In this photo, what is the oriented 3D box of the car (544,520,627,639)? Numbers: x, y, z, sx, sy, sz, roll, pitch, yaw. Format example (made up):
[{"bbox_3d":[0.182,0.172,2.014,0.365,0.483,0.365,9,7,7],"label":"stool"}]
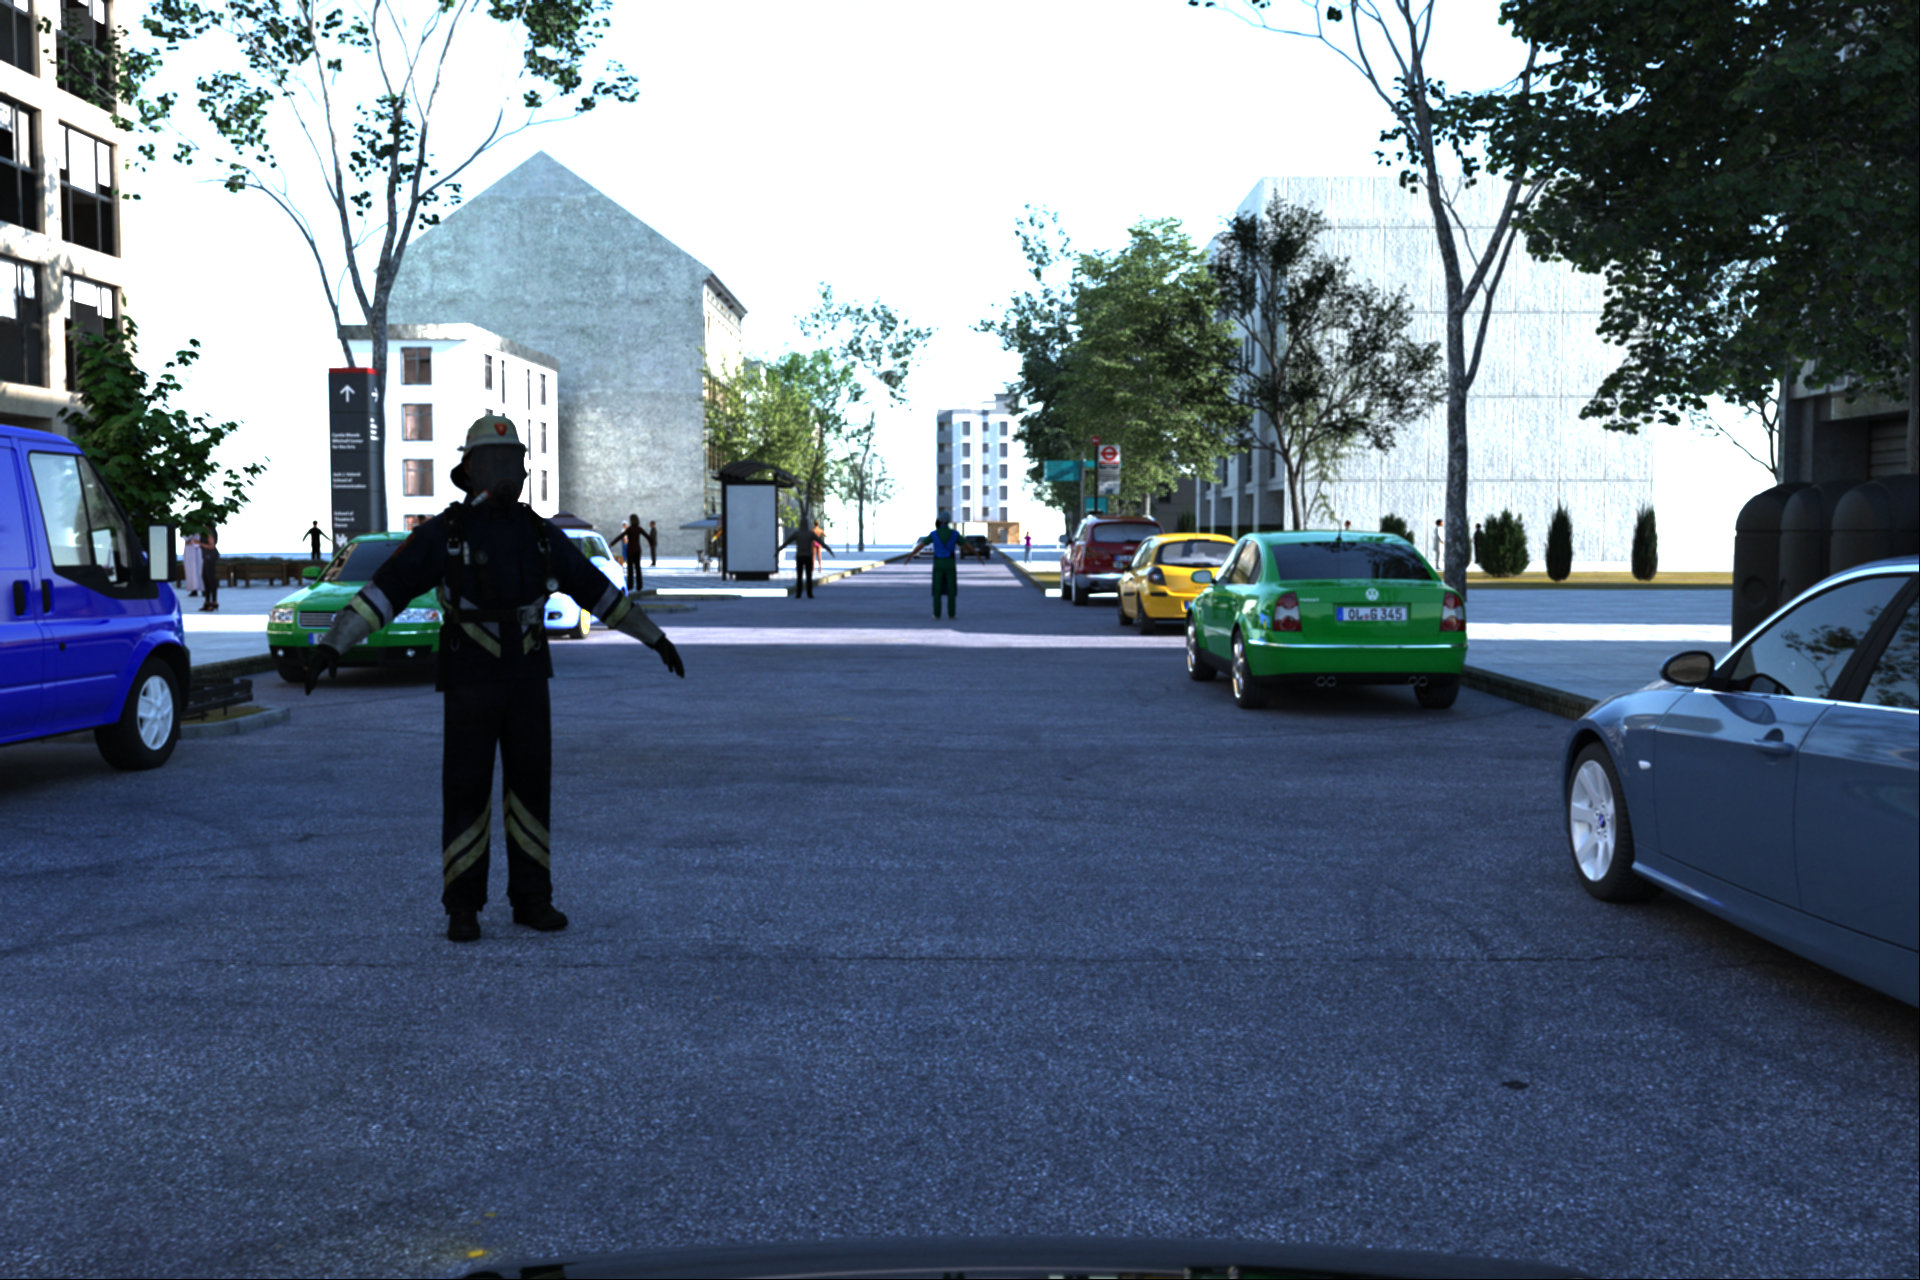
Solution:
[{"bbox_3d":[-5.912,-0.926,24.724,1.945,1.707,3.694,0,4,1],"label":"car"}]

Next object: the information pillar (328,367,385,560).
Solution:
[{"bbox_3d":[-9.474,-2.316,27.238,0.750,3.857,0.750,0,4,1],"label":"information pillar"}]

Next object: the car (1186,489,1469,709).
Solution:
[{"bbox_3d":[3.146,-0.415,15.580,1.959,1.807,4.718,0,4,-1],"label":"car"}]

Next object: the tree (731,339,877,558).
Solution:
[{"bbox_3d":[-8.260,-10.151,91.718,9.928,11.665,9.643,0,3,0],"label":"tree"}]

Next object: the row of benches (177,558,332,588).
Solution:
[{"bbox_3d":[-17.266,-1.676,42.867,1.422,0.672,4.104,3,4,37],"label":"row of benches"}]

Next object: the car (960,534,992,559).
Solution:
[{"bbox_3d":[0.856,-5.488,99.511,2.009,1.686,4.222,0,3,0],"label":"car"}]

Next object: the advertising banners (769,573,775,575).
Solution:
[{"bbox_3d":[-5.980,-3.609,55.195,0.090,3.025,2.074,0,4,2],"label":"advertising banners"}]

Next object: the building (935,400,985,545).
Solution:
[{"bbox_3d":[-3.006,-23.028,235.382,11.380,20.090,16.016,0,4,-2],"label":"building"}]

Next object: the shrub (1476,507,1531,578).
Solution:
[{"bbox_3d":[15.977,-2.867,50.917,1.661,2.075,1.752,0,3,0],"label":"shrub"}]

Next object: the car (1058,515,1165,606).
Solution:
[{"bbox_3d":[3.243,-1.683,36.183,2.281,1.827,5.304,0,4,-1],"label":"car"}]

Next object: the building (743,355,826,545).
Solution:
[{"bbox_3d":[-26.619,-23.294,211.781,19.493,23.208,18.063,0,4,1],"label":"building"}]

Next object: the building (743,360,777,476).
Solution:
[{"bbox_3d":[-26.316,-20.367,189.414,16.016,20.090,11.380,0,4,0],"label":"building"}]

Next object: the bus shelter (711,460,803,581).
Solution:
[{"bbox_3d":[-5.781,-3.433,50.058,2.014,3.302,5.546,0,3,0],"label":"bus shelter"}]

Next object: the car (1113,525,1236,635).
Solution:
[{"bbox_3d":[3.366,-0.969,26.072,2.015,1.641,3.980,0,4,-1],"label":"car"}]

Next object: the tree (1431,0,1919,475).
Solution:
[{"bbox_3d":[8.975,-6.666,15.650,9.857,13.997,8.962,0,3,0],"label":"tree"}]

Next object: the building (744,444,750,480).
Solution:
[{"bbox_3d":[-24.078,-13.619,164.820,9.099,9.664,28.070,0,3,0],"label":"building"}]

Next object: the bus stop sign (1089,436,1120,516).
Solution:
[{"bbox_3d":[3.942,-3.591,47.411,0.855,3.939,0.416,0,4,-1],"label":"bus stop sign"}]

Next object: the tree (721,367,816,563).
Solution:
[{"bbox_3d":[-8.076,-7.666,75.707,4.737,8.622,4.395,0,3,0],"label":"tree"}]

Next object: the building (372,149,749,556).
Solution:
[{"bbox_3d":[-23.959,-16.977,108.499,19.493,23.208,18.063,0,4,0],"label":"building"}]

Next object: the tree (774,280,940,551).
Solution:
[{"bbox_3d":[-7.952,-16.722,129.298,12.611,20.169,13.585,0,3,0],"label":"tree"}]

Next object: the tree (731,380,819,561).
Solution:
[{"bbox_3d":[-8.522,-8.043,81.867,4.737,8.622,4.395,0,3,0],"label":"tree"}]

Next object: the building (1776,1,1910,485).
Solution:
[{"bbox_3d":[25.965,-13.140,32.100,12.078,24.872,19.932,0,4,1],"label":"building"}]

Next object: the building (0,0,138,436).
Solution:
[{"bbox_3d":[-31.884,-13.823,29.202,19.351,26.588,34.151,0,4,1],"label":"building"}]

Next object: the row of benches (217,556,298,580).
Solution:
[{"bbox_3d":[-20.474,-2.068,49.269,4.104,0.672,1.422,2,4,30],"label":"row of benches"}]

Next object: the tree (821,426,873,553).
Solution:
[{"bbox_3d":[-7.634,-10.258,118.076,4.360,8.622,3.978,0,3,0],"label":"tree"}]

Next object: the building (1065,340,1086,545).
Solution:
[{"bbox_3d":[25.926,-21.707,198.890,27.936,21.610,32.646,0,4,1],"label":"building"}]

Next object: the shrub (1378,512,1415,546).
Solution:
[{"bbox_3d":[14.404,-3.266,57.826,1.690,2.028,1.600,0,3,0],"label":"shrub"}]

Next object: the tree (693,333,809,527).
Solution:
[{"bbox_3d":[-7.894,-6.923,63.560,4.737,8.622,4.395,0,3,0],"label":"tree"}]

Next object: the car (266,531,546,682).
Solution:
[{"bbox_3d":[-5.670,-0.573,18.164,1.959,1.807,4.718,0,4,1],"label":"car"}]

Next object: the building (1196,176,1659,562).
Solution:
[{"bbox_3d":[23.315,-13.933,94.258,16.747,18.905,31.486,0,4,0],"label":"building"}]

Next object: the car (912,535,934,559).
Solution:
[{"bbox_3d":[-1.805,-5.538,102.910,2.083,1.381,4.827,0,4,1],"label":"car"}]

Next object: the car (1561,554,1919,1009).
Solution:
[{"bbox_3d":[3.349,0.410,5.302,2.014,1.417,4.499,0,4,0],"label":"car"}]

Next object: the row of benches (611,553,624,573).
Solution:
[{"bbox_3d":[-12.860,-2.506,56.430,4.104,0.672,1.422,-2,4,-31],"label":"row of benches"}]

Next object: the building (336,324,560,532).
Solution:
[{"bbox_3d":[-23.773,-8.642,83.439,9.099,9.664,28.070,0,4,1],"label":"building"}]

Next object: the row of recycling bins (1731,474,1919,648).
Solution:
[{"bbox_3d":[6.571,-0.322,12.376,1.069,1.692,3.534,0,4,0],"label":"row of recycling bins"}]

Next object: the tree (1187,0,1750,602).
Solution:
[{"bbox_3d":[9.668,-10.700,30.837,12.611,20.169,13.585,0,3,0],"label":"tree"}]

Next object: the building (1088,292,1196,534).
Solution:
[{"bbox_3d":[25.613,-19.486,162.569,27.936,21.610,32.646,0,4,1],"label":"building"}]
